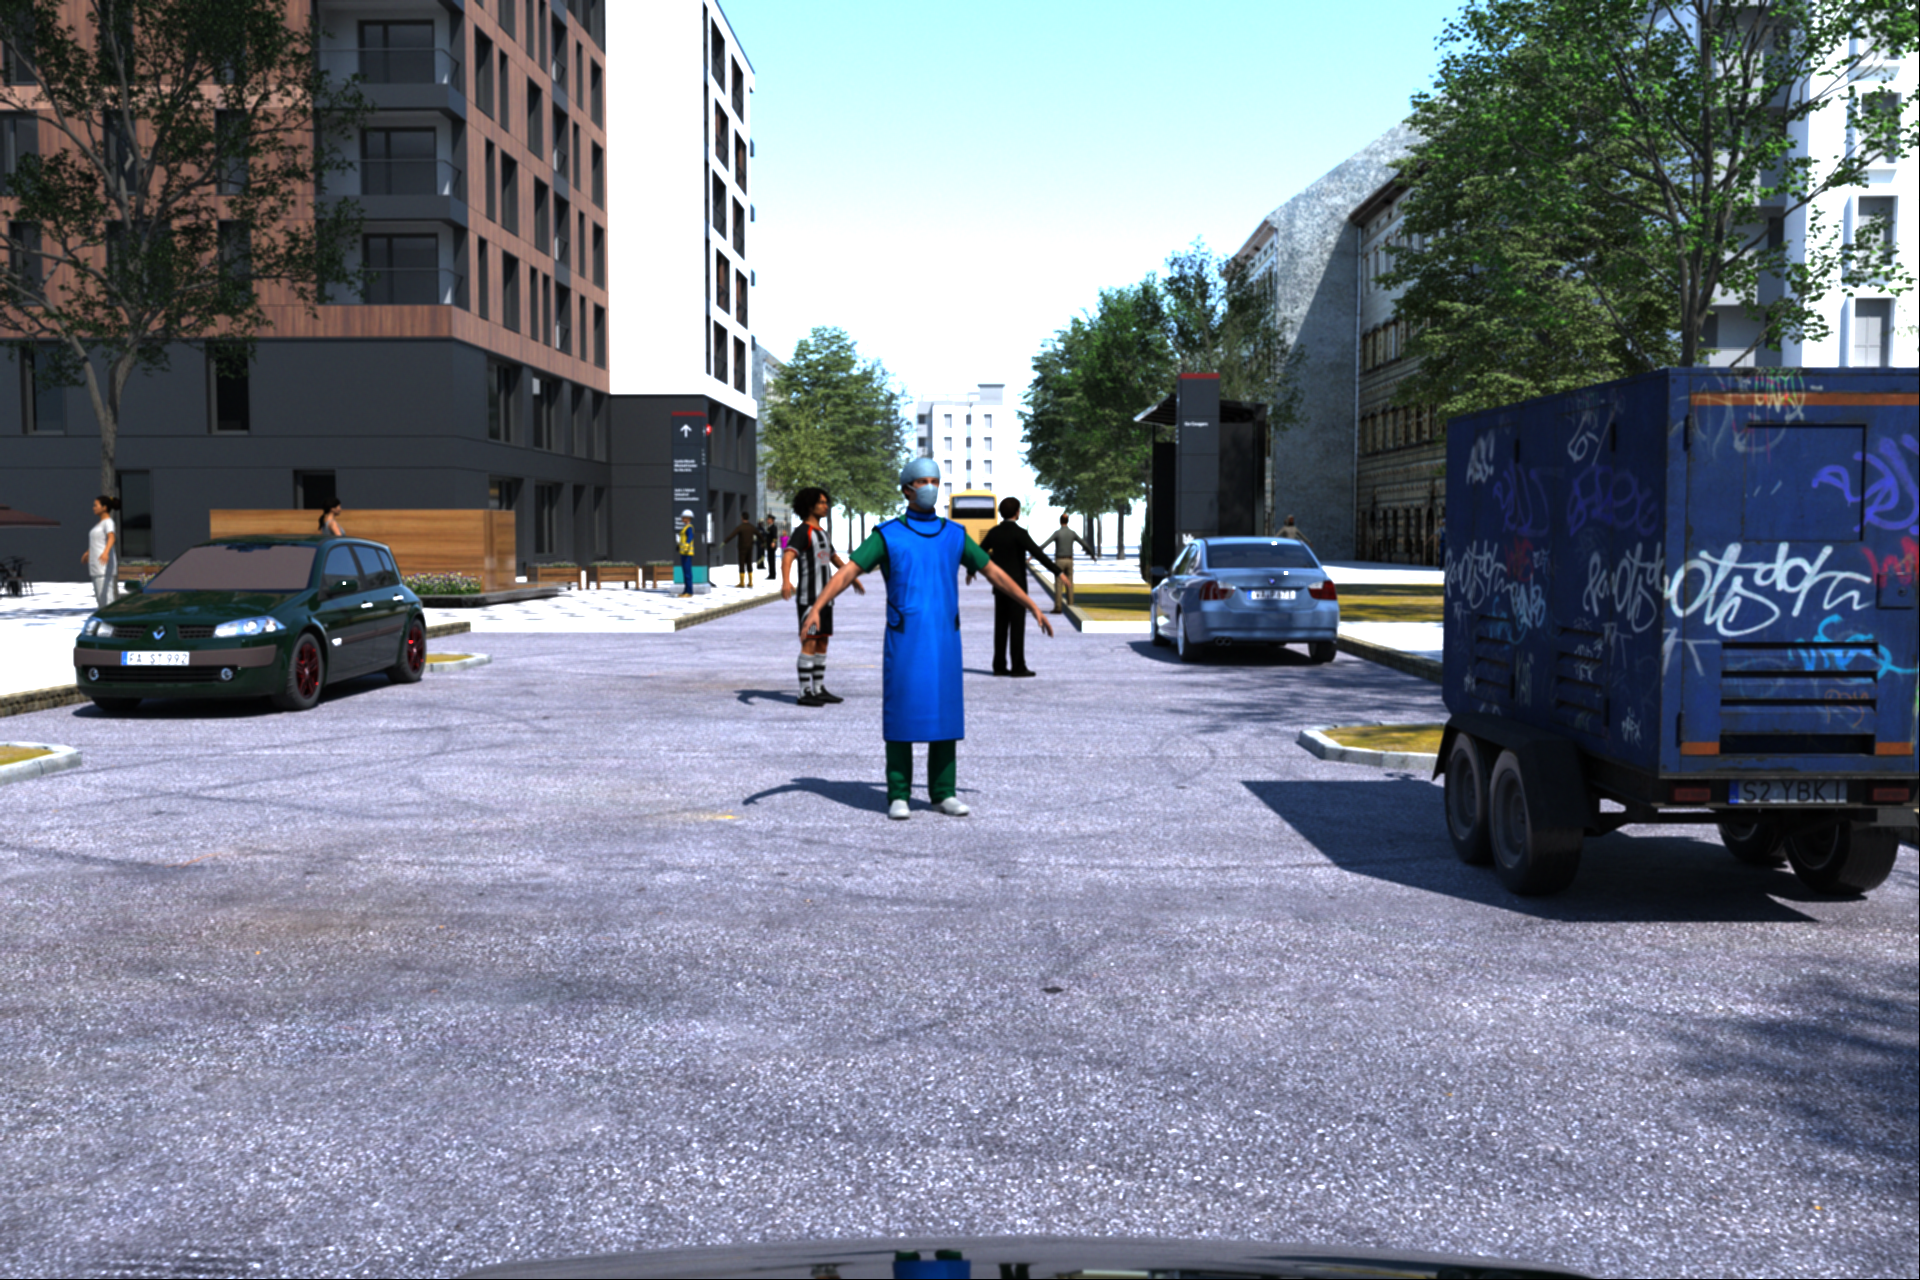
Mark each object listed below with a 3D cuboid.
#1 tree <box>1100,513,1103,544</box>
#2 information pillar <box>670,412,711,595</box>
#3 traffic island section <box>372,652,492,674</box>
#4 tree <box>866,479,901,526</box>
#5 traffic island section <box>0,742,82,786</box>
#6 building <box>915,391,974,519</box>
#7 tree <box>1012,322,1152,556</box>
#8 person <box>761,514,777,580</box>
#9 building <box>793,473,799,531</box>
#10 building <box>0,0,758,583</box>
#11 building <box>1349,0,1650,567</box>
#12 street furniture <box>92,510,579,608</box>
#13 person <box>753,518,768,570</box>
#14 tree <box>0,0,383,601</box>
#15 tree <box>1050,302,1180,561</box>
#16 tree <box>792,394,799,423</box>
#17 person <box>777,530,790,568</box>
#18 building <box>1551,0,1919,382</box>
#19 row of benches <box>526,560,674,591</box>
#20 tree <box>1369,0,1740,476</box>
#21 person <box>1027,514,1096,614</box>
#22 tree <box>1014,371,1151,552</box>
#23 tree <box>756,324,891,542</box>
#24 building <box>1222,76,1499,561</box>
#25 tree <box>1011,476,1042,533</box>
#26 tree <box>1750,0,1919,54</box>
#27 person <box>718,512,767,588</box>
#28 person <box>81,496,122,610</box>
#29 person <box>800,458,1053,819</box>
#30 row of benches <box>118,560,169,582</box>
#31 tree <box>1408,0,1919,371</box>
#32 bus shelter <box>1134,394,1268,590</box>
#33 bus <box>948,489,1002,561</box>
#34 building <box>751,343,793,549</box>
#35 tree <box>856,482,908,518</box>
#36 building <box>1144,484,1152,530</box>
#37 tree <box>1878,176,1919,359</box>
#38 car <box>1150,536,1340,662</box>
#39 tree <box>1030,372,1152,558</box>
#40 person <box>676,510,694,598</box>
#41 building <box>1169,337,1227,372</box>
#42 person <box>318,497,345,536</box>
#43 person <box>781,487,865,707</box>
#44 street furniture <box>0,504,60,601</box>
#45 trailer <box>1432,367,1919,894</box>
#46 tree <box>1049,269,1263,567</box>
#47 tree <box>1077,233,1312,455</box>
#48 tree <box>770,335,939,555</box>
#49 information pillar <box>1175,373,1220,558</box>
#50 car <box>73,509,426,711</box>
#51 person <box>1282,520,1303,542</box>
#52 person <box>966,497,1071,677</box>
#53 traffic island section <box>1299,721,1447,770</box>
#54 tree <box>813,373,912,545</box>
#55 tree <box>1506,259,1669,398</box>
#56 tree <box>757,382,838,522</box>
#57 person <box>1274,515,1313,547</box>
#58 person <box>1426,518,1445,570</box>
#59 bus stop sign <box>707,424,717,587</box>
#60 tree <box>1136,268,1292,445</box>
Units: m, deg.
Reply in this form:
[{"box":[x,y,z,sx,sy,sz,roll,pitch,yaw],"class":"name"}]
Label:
[{"box":[19.013,-22.506,223.866,12.611,20.169,13.585,0,3,0],"class":"tree"},{"box":[-5.758,-2.909,36.934,0.750,3.857,0.750,0,4,2],"class":"information pillar"},{"box":[-6.199,0.251,18.763,1.991,0.108,1.994,0,4,1],"class":"traffic island section"},{"box":[-6.504,-11.058,131.166,4.360,8.622,3.978,0,3,0],"class":"tree"},{"box":[-6.435,0.771,10.253,1.991,0.108,1.994,0,4,1],"class":"traffic island section"},{"box":[-5.295,-22.199,221.832,11.380,20.090,16.016,1,4,8],"class":"building"},{"box":[7.878,-12.030,103.345,9.857,13.997,8.962,0,3,0],"class":"tree"},{"box":[-5.325,-2.611,48.621,0.705,1.837,1.347,-1,4,-19],"class":"person"},{"box":[-21.312,-14.650,181.682,9.099,9.664,28.070,0,4,1],"class":"building"},{"box":[-23.352,-13.286,61.196,27.936,21.610,32.646,0,4,1],"class":"building"},{"box":[27.970,-14.813,73.118,19.493,23.208,18.063,0,4,1],"class":"building"},{"box":[-12.569,-1.592,32.883,9.812,1.723,11.010,0,4,3],"class":"street furniture"},{"box":[-7.168,-3.474,62.575,0.705,1.856,1.354,2,4,26],"class":"person"},{"box":[-11.482,-5.401,22.712,8.767,10.594,7.601,0,4,-3],"class":"tree"},{"box":[8.073,-10.116,83.519,7.486,12.596,7.792,0,3,0],"class":"tree"},{"box":[-21.371,-22.222,219.219,12.611,20.169,13.585,0,3,0],"class":"tree"},{"box":[-6.566,-3.380,64.528,0.991,1.433,0.599,1,4,14],"class":"person"},{"box":[26.684,-12.542,61.488,16.016,20.090,11.380,0,4,2],"class":"building"},{"box":[-7.966,-1.505,40.075,4.104,0.672,1.422,-3,4,-37],"class":"row of benches"},{"box":[12.231,-7.210,36.004,7.486,12.596,7.792,0,3,0],"class":"tree"},{"box":[1.856,-1.369,31.107,1.348,1.796,0.705,-1,4,-19],"class":"person"},{"box":[9.047,-13.200,126.185,12.009,13.543,11.850,0,3,0],"class":"tree"},{"box":[-7.558,-10.779,94.363,7.486,12.596,7.792,0,3,0],"class":"tree"},{"box":[24.525,-15.931,91.393,19.493,23.208,18.063,0,4,2],"class":"building"},{"box":[8.887,-16.454,219.388,4.360,8.622,3.978,0,3,0],"class":"tree"},{"box":[9.374,-6.018,8.771,12.009,13.543,11.850,0,3,0],"class":"tree"},{"box":[-5.173,-2.169,41.599,1.346,1.812,0.704,-3,5,-40],"class":"person"},{"box":[-10.275,-0.847,20.612,0.721,1.739,1.217,-3,4,-36],"class":"person"},{"box":[-0.181,-0.013,8.797,1.347,1.817,0.704,-1,4,-21],"class":"person"},{"box":[-18.100,-1.534,40.549,4.104,0.672,1.422,2,4,23],"class":"row of benches"},{"box":[9.600,-5.938,22.839,9.928,11.665,9.643,0,3,0],"class":"tree"},{"box":[4.372,-2.497,32.104,1.731,3.624,6.357,0,4,0],"class":"bus shelter"},{"box":[0.842,-6.262,93.938,2.896,3.916,12.252,0,4,2],"class":"bus"},{"box":[-25.288,-19.736,153.607,19.493,23.208,18.063,0,4,1],"class":"building"},{"box":[-9.828,-17.424,219.286,7.601,10.594,8.767,1,4,8],"class":"tree"},{"box":[25.396,-14.896,185.692,9.099,9.664,28.070,0,4,1],"class":"building"},{"box":[17.837,-4.737,27.808,4.360,8.622,3.978,0,3,0],"class":"tree"},{"box":[3.332,-0.532,20.708,2.014,1.417,4.499,0,4,0],"class":"car"},{"box":[7.659,-9.753,93.876,8.767,10.594,7.601,1,4,14],"class":"tree"},{"box":[-5.613,-1.751,35.090,0.721,1.772,1.216,-1,4,-17],"class":"person"},{"box":[28.603,-19.669,152.517,19.493,23.208,18.063,0,4,1],"class":"building"},{"box":[-7.598,-0.883,21.250,0.721,1.737,1.217,-3,4,-37],"class":"person"},{"box":[-1.196,-0.362,14.524,0.704,1.843,1.345,2,4,24],"class":"person"},{"box":[-32.326,-1.579,30.845,27.439,1.986,14.083,0,4,3],"class":"street furniture"},{"box":[2.889,-0.052,7.902,1.471,1.999,3.904,0,4,0],"class":"trailer"},{"box":[7.496,-8.633,66.897,9.928,11.665,9.643,0,3,0],"class":"tree"},{"box":[7.357,-7.369,54.897,8.767,10.594,7.601,2,4,28],"class":"tree"},{"box":[-6.891,-12.081,107.902,12.009,13.543,11.850,0,3,0],"class":"tree"},{"box":[3.860,-2.375,28.213,0.750,3.857,0.750,0,4,1],"class":"information pillar"},{"box":[-6.109,-0.337,15.297,2.009,1.686,4.222,0,4,2],"class":"car"},{"box":[11.754,-3.422,62.228,0.705,1.796,1.348,-3,5,-42],"class":"person"},{"box":[0.525,-0.538,17.437,1.347,1.806,0.705,3,5,42],"class":"person"},{"box":[3.306,0.698,11.452,1.991,0.108,1.994,0,4,1],"class":"traffic island section"},{"box":[-7.218,-12.502,122.533,7.486,12.596,7.792,0,3,0],"class":"tree"},{"box":[15.571,-5.756,44.478,4.360,8.622,3.978,0,3,0],"class":"tree"},{"box":[-7.648,-8.111,82.971,4.737,8.622,4.395,0,3,0],"class":"tree"},{"box":[9.281,-2.604,48.699,1.348,1.813,0.705,-1,4,-17],"class":"person"},{"box":[17.106,-3.378,61.079,1.347,1.847,0.705,2,4,24],"class":"person"},{"box":[-6.369,-3.270,42.163,0.855,3.939,0.416,0,4,1],"class":"bus stop sign"},{"box":[7.541,-5.933,47.370,4.360,8.622,3.978,0,3,0],"class":"tree"}]
